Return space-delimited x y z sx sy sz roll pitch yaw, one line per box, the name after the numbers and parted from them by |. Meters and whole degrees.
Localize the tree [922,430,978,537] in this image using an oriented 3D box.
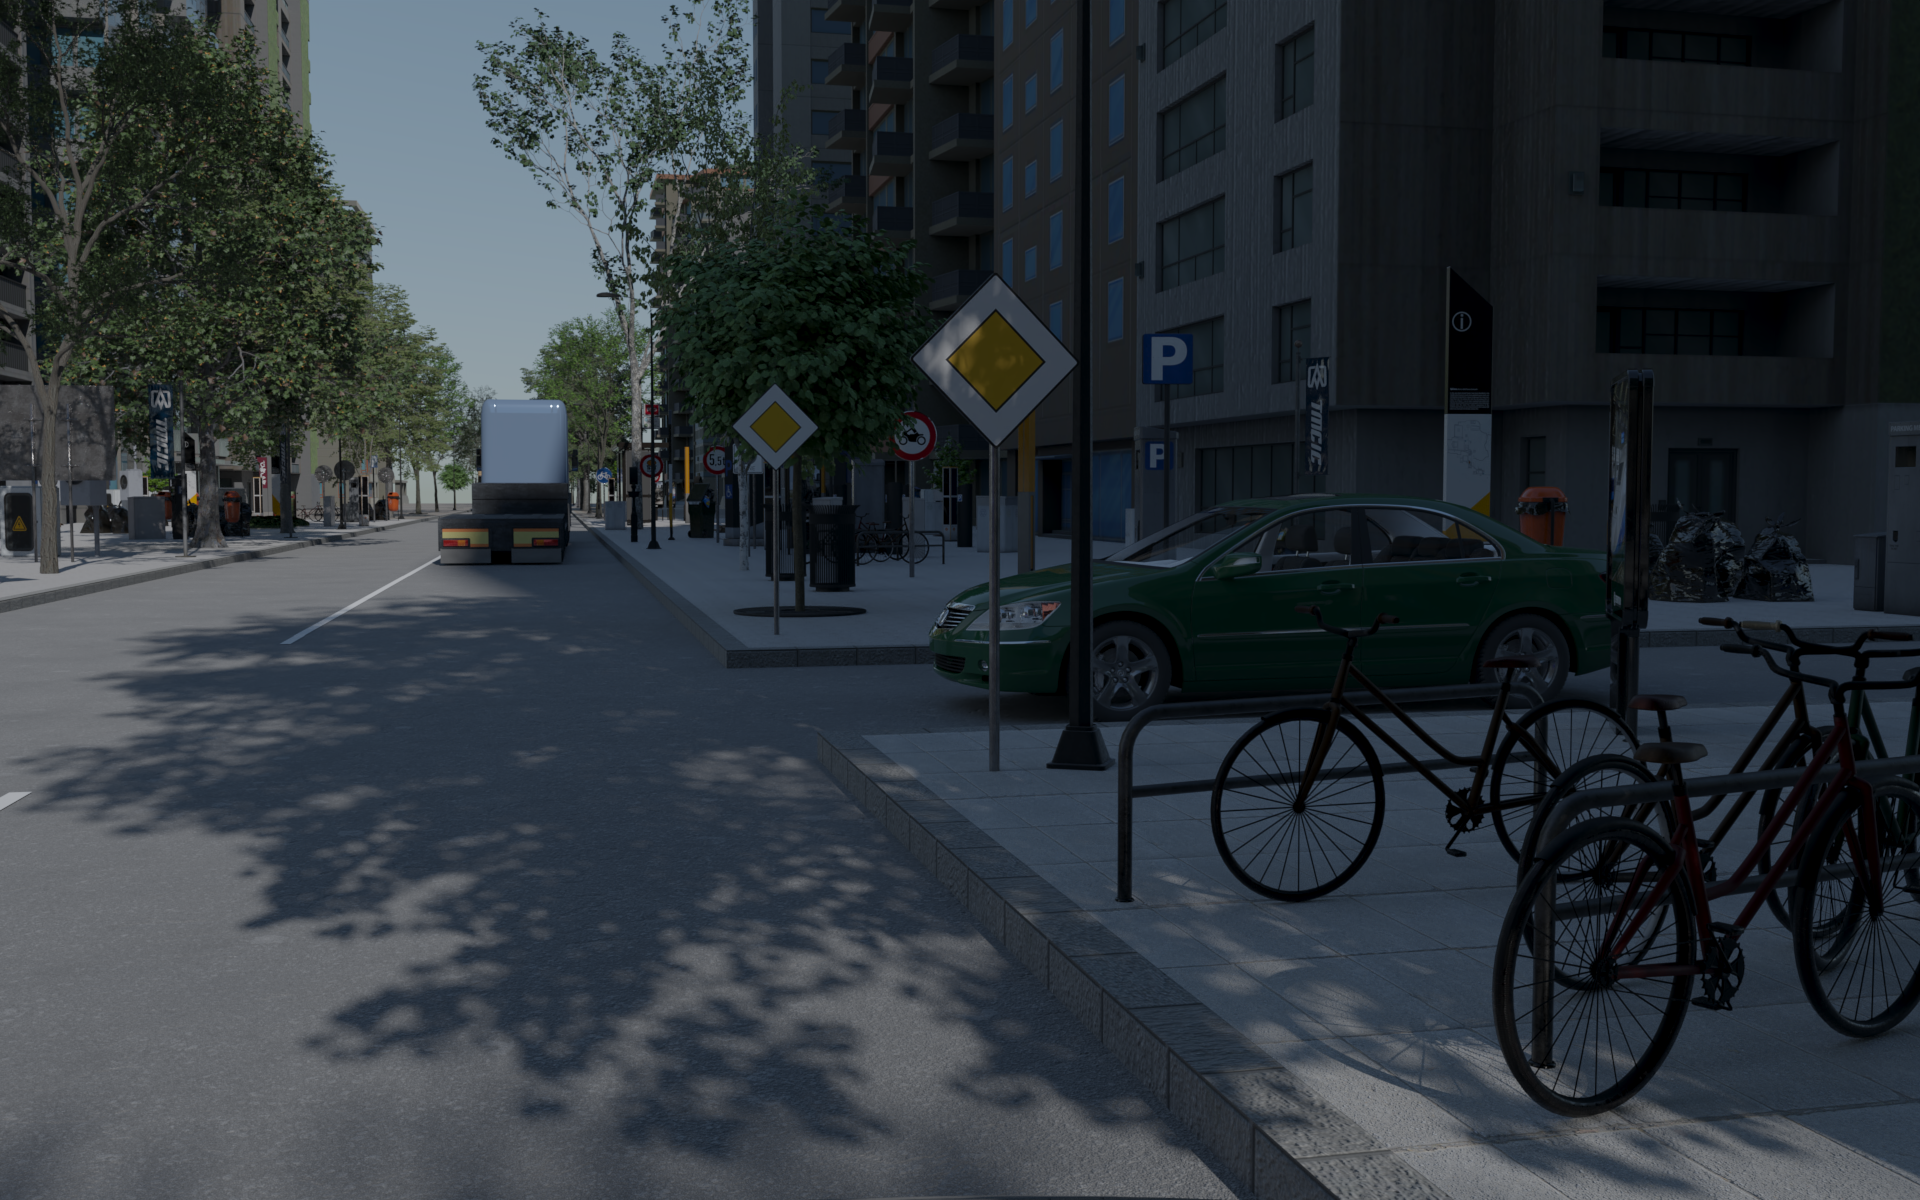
-0.432 -3.539 52.468 1.663 3.219 1.824 0 3 0 | tree

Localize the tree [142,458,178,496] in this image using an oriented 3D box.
-35.480 -4.987 76.134 1.663 3.219 1.824 0 3 0 | tree

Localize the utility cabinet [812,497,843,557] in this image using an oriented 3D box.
-2.746 -1.508 35.812 0.306 1.237 1.020 -2 4 -25 | utility cabinet

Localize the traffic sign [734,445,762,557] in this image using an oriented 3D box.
-4.320 -2.032 35.358 0.606 2.300 0.079 0 4 -7 | traffic sign

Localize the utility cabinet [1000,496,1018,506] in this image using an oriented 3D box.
1.332 -2.234 47.681 0.306 1.237 1.020 2 4 26 | utility cabinet

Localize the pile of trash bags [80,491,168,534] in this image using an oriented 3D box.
-27.055 -2.871 56.696 3.447 1.369 1.912 1 4 21 | pile of trash bags

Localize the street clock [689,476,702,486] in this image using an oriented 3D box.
-10.568 -3.998 69.931 0.358 2.002 0.471 1 4 9 | street clock

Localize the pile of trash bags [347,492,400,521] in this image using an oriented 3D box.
-28.399 -4.551 84.161 3.447 1.369 1.912 2 4 35 | pile of trash bags

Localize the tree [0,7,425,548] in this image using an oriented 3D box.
-18.077 -7.607 41.377 9.611 12.733 9.660 0 3 0 | tree

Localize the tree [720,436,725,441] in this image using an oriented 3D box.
-8.668 -7.587 74.409 4.360 8.622 3.978 0 3 0 | tree

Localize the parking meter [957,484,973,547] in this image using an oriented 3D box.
0.118 -2.042 41.796 0.372 1.533 0.369 0 3 0 | parking meter

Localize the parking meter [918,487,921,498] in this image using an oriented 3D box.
-1.285 -2.464 48.705 0.372 1.533 0.369 0 3 0 | parking meter

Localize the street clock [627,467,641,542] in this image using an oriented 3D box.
-8.699 -2.547 46.207 0.358 2.002 0.471 -1 4 -10 | street clock

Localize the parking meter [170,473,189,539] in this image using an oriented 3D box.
-22.103 -2.650 49.038 0.255 1.863 0.399 3 4 38 | parking meter

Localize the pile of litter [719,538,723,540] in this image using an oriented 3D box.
-6.069 -2.149 49.108 1.719 0.858 1.176 0 4 -4 | pile of litter

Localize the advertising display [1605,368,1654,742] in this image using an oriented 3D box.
3.588 -0.251 9.319 0.123 1.923 0.974 1 4 15 | advertising display

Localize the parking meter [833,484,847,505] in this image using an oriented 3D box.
-3.111 -2.241 45.052 0.372 1.533 0.369 0 3 0 | parking meter

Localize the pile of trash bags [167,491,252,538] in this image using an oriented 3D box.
-22.264 -2.588 52.072 1.912 1.369 3.447 -3 4 -39 | pile of trash bags

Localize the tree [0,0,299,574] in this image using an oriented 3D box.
-14.640 -5.680 27.276 8.767 10.594 7.601 -1 4 -12 | tree

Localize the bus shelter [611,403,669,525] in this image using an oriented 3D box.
-13.734 -5.896 74.036 2.179 5.291 8.768 -1 4 -13 | bus shelter

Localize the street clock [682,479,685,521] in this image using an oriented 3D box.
-13.014 -4.748 82.203 0.358 2.002 0.471 -2 4 -29 | street clock

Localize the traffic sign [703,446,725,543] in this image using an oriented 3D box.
-6.370 -2.776 45.501 0.768 2.556 0.104 -1 4 -9 | traffic sign

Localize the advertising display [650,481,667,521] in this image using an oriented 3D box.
-14.702 -4.767 83.150 0.974 1.923 0.123 0 4 5 | advertising display

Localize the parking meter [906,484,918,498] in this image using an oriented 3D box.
-1.324 -2.065 42.177 0.372 1.533 0.369 0 3 0 | parking meter

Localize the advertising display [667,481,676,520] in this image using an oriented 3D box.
-14.359 -4.943 86.032 0.123 1.923 0.974 1 4 12 | advertising display

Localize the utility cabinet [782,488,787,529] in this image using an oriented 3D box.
-5.878 -3.274 62.209 1.173 1.500 0.318 0 4 -7 | utility cabinet

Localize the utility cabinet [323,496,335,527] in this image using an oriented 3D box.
-24.963 -3.508 68.514 0.306 1.237 1.020 -1 4 -11 | utility cabinet

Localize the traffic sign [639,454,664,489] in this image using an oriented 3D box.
-9.750 -3.345 54.804 0.768 2.556 0.104 -1 4 -11 | traffic sign

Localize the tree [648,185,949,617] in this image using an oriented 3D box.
-1.663 -2.135 18.623 4.285 4.588 4.351 0 3 0 | tree

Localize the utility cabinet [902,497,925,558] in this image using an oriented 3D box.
-0.928 -1.456 34.966 0.306 1.237 1.020 -1 4 -12 | utility cabinet

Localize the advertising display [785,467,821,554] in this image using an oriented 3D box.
-3.333 -1.935 36.846 0.123 1.923 0.974 3 5 40 | advertising display

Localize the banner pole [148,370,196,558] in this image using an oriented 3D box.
-15.895 -2.745 34.895 0.863 3.779 0.401 -3 5 -40 | banner pole

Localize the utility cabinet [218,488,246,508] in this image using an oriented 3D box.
-25.574 -3.176 60.603 0.318 1.500 1.173 2 4 33 | utility cabinet

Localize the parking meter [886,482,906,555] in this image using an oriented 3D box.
-1.390 -1.734 36.769 0.372 1.533 0.369 0 3 0 | parking meter

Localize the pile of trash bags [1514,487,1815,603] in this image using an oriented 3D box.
8.470 -0.700 21.202 3.447 1.369 1.912 0 4 -7 | pile of trash bags

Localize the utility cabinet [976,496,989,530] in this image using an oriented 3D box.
1.082 -3.121 62.187 1.020 1.237 0.306 2 4 33 | utility cabinet

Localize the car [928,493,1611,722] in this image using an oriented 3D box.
2.211 -0.010 11.957 4.920 1.459 2.131 -1 4 -13 | car

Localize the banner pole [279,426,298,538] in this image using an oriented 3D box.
-19.717 -3.709 50.666 0.401 3.779 0.863 -3 5 -45 | banner pole

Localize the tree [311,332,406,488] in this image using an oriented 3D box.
-25.212 -7.496 72.921 4.360 8.622 3.978 0 3 0 | tree

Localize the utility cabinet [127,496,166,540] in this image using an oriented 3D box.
-23.090 -2.325 49.168 0.306 1.237 1.020 2 4 27 | utility cabinet

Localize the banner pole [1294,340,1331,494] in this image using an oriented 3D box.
5.645 -2.327 28.056 0.401 3.779 0.863 -3 5 -40 | banner pole

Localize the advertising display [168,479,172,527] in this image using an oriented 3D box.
-29.977 -3.765 66.768 0.123 1.923 0.974 3 5 42 | advertising display

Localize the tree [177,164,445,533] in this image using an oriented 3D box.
-21.795 -8.443 56.168 7.486 12.596 7.792 0 3 0 | tree
